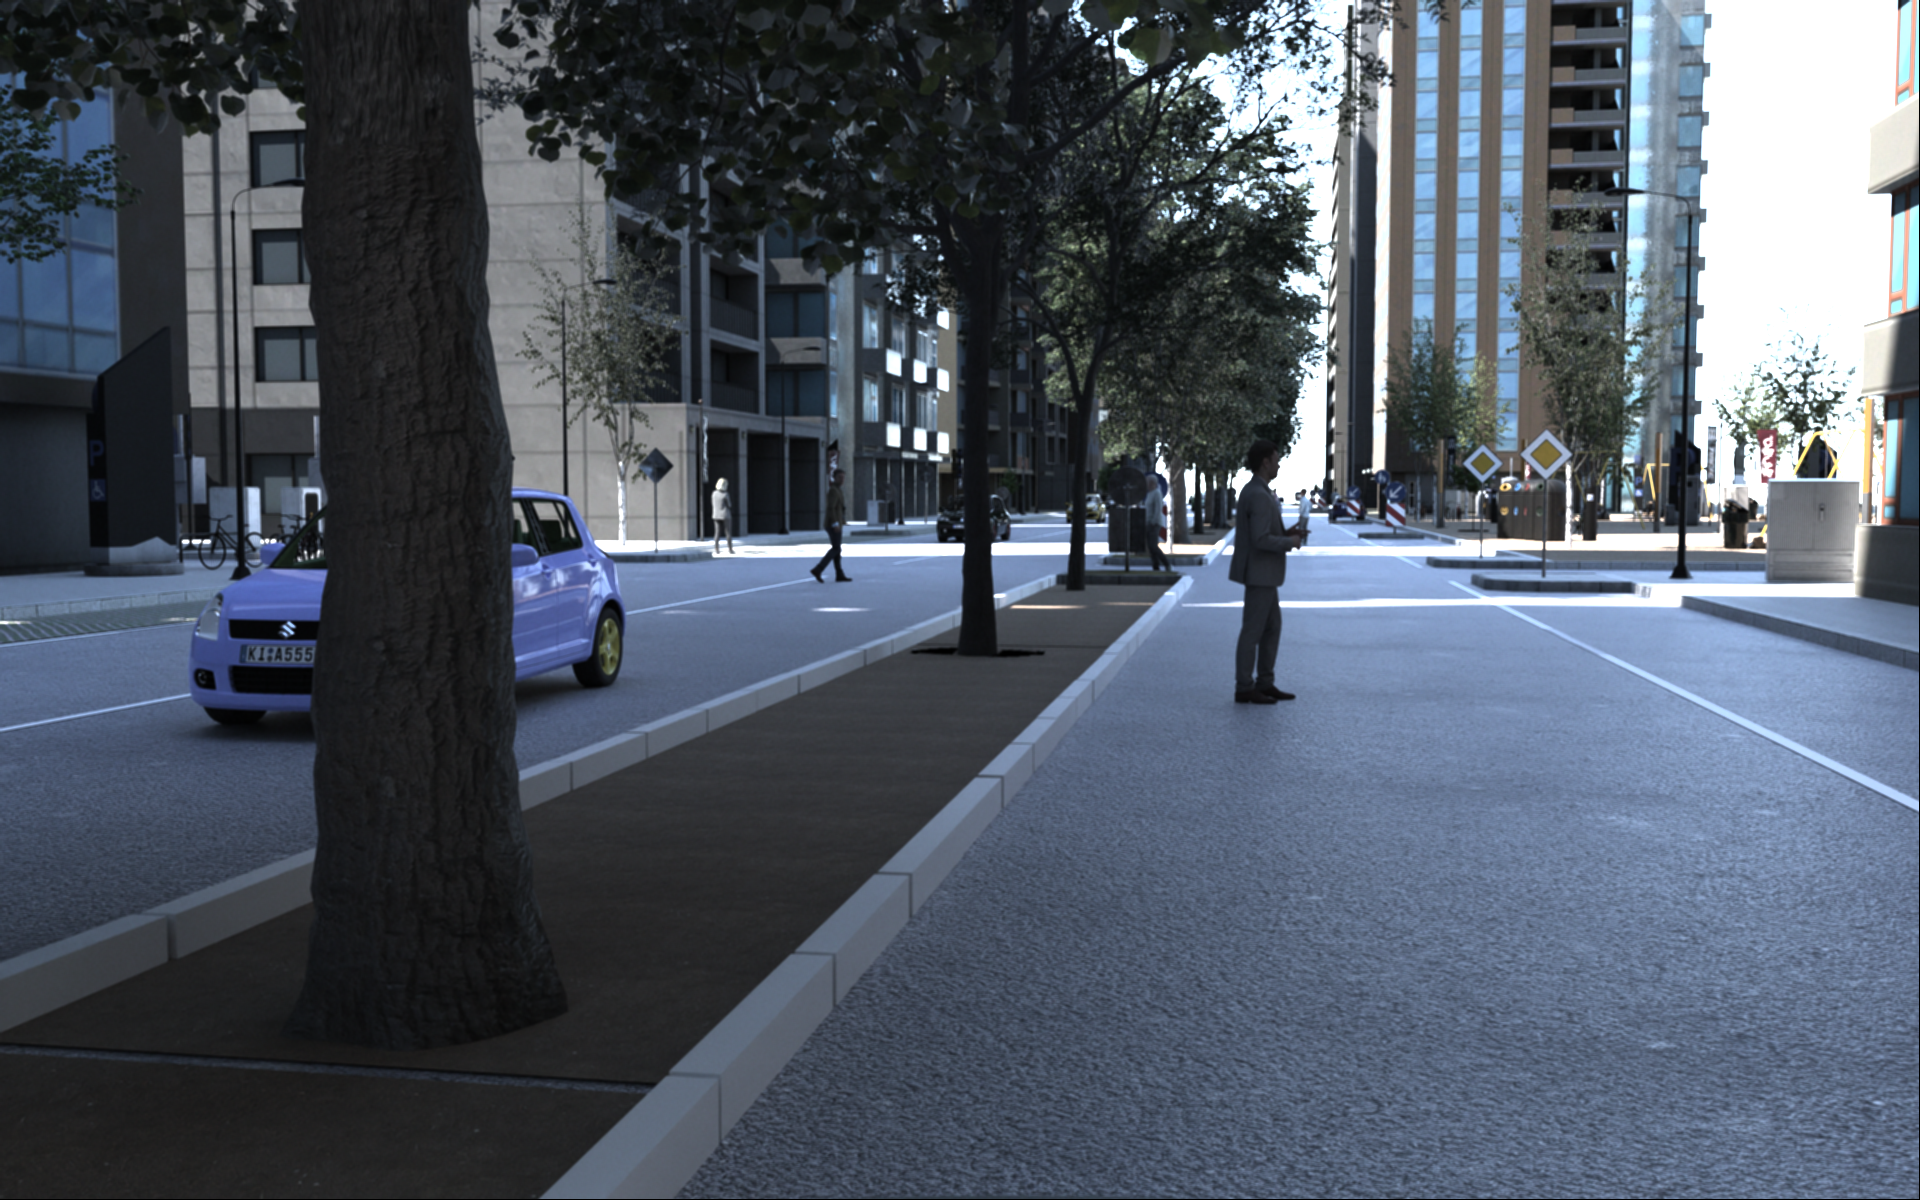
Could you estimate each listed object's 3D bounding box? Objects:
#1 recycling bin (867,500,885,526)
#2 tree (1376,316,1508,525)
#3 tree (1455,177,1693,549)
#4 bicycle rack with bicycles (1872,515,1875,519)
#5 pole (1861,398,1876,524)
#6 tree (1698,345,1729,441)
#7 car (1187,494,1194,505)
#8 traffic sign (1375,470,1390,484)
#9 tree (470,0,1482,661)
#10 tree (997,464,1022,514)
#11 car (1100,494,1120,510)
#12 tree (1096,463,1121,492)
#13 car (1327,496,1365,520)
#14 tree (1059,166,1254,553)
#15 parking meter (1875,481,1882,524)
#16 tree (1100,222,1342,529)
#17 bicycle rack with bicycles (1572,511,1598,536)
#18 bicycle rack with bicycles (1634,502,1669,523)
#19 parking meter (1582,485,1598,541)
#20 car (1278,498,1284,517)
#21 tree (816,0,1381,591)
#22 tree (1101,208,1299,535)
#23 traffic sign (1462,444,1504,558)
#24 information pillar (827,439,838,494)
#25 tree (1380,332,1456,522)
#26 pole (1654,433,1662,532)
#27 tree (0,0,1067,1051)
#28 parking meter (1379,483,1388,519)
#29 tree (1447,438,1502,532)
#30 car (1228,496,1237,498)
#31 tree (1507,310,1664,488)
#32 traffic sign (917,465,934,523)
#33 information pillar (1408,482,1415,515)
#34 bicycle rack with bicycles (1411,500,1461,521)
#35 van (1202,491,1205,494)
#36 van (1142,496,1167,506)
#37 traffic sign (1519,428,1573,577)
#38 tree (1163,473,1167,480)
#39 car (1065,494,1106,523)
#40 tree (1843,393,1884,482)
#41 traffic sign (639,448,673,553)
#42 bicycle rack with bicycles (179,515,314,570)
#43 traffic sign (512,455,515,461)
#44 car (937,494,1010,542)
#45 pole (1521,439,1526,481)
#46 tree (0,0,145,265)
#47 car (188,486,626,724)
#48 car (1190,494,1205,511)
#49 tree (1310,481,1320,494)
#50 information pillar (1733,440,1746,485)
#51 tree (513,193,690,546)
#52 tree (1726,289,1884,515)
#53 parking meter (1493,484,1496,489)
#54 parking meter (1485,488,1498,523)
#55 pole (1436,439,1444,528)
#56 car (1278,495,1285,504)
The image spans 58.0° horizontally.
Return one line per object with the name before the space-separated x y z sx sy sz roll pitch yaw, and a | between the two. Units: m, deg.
recycling bin | -3.334 -3.444 68.869 0.722 1.027 0.722 0 4 -3
tree | 19.291 -7.356 70.634 4.737 8.622 4.395 0 3 0
tree | 14.361 -5.496 40.227 4.360 8.622 3.978 0 3 0
bicycle rack with bicycles | 31.333 -2.641 56.568 2.925 0.926 2.852 1 4 13
pole | 19.360 -2.635 36.931 0.158 3.312 0.155 0 3 0
tree | 36.468 -7.956 80.441 4.737 8.622 4.395 0 3 0
car | 31.639 -13.681 233.477 2.009 1.686 4.222 1 4 10
traffic sign | 22.222 -5.572 91.207 0.768 2.556 0.104 1 4 16
tree | 0.152 -6.258 15.138 12.009 13.543 11.850 0 3 0
tree | 3.254 -7.059 110.022 1.663 3.219 1.824 0 3 0
car | 11.989 -8.018 140.885 2.009 1.686 4.222 1 4 10
tree | 17.205 -12.430 186.939 4.285 4.588 4.351 0 3 0
car | 20.399 -4.823 91.431 1.945 1.354 3.894 1 4 9
tree | 4.170 -5.149 36.998 4.360 8.622 3.978 0 3 0
parking meter | 17.785 -1.519 33.254 0.372 1.533 0.369 0 3 0
tree | 10.706 -9.267 70.980 9.611 12.733 9.660 0 3 0
bicycle rack with bicycles | 18.213 -2.457 53.557 2.925 0.926 2.852 0 4 4
bicycle rack with bicycles | 32.077 -3.985 78.542 2.925 0.926 2.852 0 4 -6
parking meter | 17.370 -2.405 47.740 0.372 1.533 0.369 0 3 0
car | 18.282 -5.577 103.183 2.014 1.417 4.499 1 4 9
tree | 1.631 -5.391 25.007 8.767 10.594 7.601 1 4 10
tree | 8.360 -8.127 61.087 9.928 11.665 9.643 0 3 0
traffic sign | 10.390 -1.886 34.482 0.795 2.450 0.064 1 4 10
information pillar | -5.368 -5.006 73.210 0.504 3.616 0.183 1 4 15
tree | 20.840 -7.803 77.941 4.360 8.622 3.978 0 3 0
pole | 23.343 -3.919 57.917 0.158 3.312 0.155 0 3 0
tree | -1.444 -5.817 4.222 9.857 13.997 8.962 0 3 0
parking meter | 21.643 -5.071 88.619 0.399 1.863 0.255 0 4 -3
tree | 17.498 -3.963 59.402 1.663 3.219 1.824 0 3 0
car | 32.433 -12.170 208.569 1.945 1.707 3.694 1 4 12
tree | 25.119 -7.218 68.379 4.737 8.622 4.395 0 3 0
traffic sign | -1.499 -4.629 75.796 0.768 2.556 0.104 1 4 13
information pillar | 27.099 -6.083 103.947 0.304 2.012 0.304 0 4 7
bicycle rack with bicycles | 23.047 -4.297 83.631 2.852 0.926 2.925 1 4 16
van | 35.500 -14.821 249.341 2.013 2.044 4.112 1 4 9
van | 18.046 -9.527 160.151 2.240 2.365 5.245 1 4 12
traffic sign | 8.989 -1.405 26.620 0.795 2.450 0.064 1 4 10
tree | 31.562 -17.490 269.679 4.285 4.588 4.351 0 3 0
car | 6.309 -4.669 86.568 2.015 1.641 3.980 1 4 10
tree | 45.797 -8.229 84.899 4.360 8.622 3.978 0 3 0
traffic sign | -6.585 -2.072 37.515 0.795 2.450 0.064 1 4 10
bicycle rack with bicycles | -11.842 -1.003 29.786 2.852 0.926 2.925 1 4 11
traffic sign | -7.985 -1.591 29.653 0.795 2.450 0.064 1 4 10
car | 0.440 -2.628 52.761 2.009 1.686 4.222 1 4 11
pole | 20.941 -4.316 64.406 0.158 3.312 0.155 0 3 0
tree | -12.228 -5.637 17.913 9.928 11.665 9.643 0 3 0
car | -3.627 -0.133 11.769 1.945 1.707 3.694 1 4 9
car | 20.257 -8.312 144.703 1.959 1.807 4.718 1 4 10
tree | 49.065 -14.952 239.065 1.663 3.219 1.824 0 3 0
information pillar | 33.675 -5.107 74.848 0.504 3.616 0.183 -1 4 -8
tree | -8.397 -5.606 42.013 4.360 8.622 3.978 0 3 0
tree | 30.783 -6.887 62.970 4.737 8.622 4.395 0 3 0
parking meter | 32.361 -6.084 105.179 0.255 1.863 0.399 2 4 25
parking meter | 25.666 -4.624 84.021 0.372 1.533 0.369 0 3 0
pole | 17.931 -4.333 64.682 0.158 3.312 0.155 0 3 0
car | 48.384 -15.301 262.749 1.945 1.354 3.894 1 4 10
